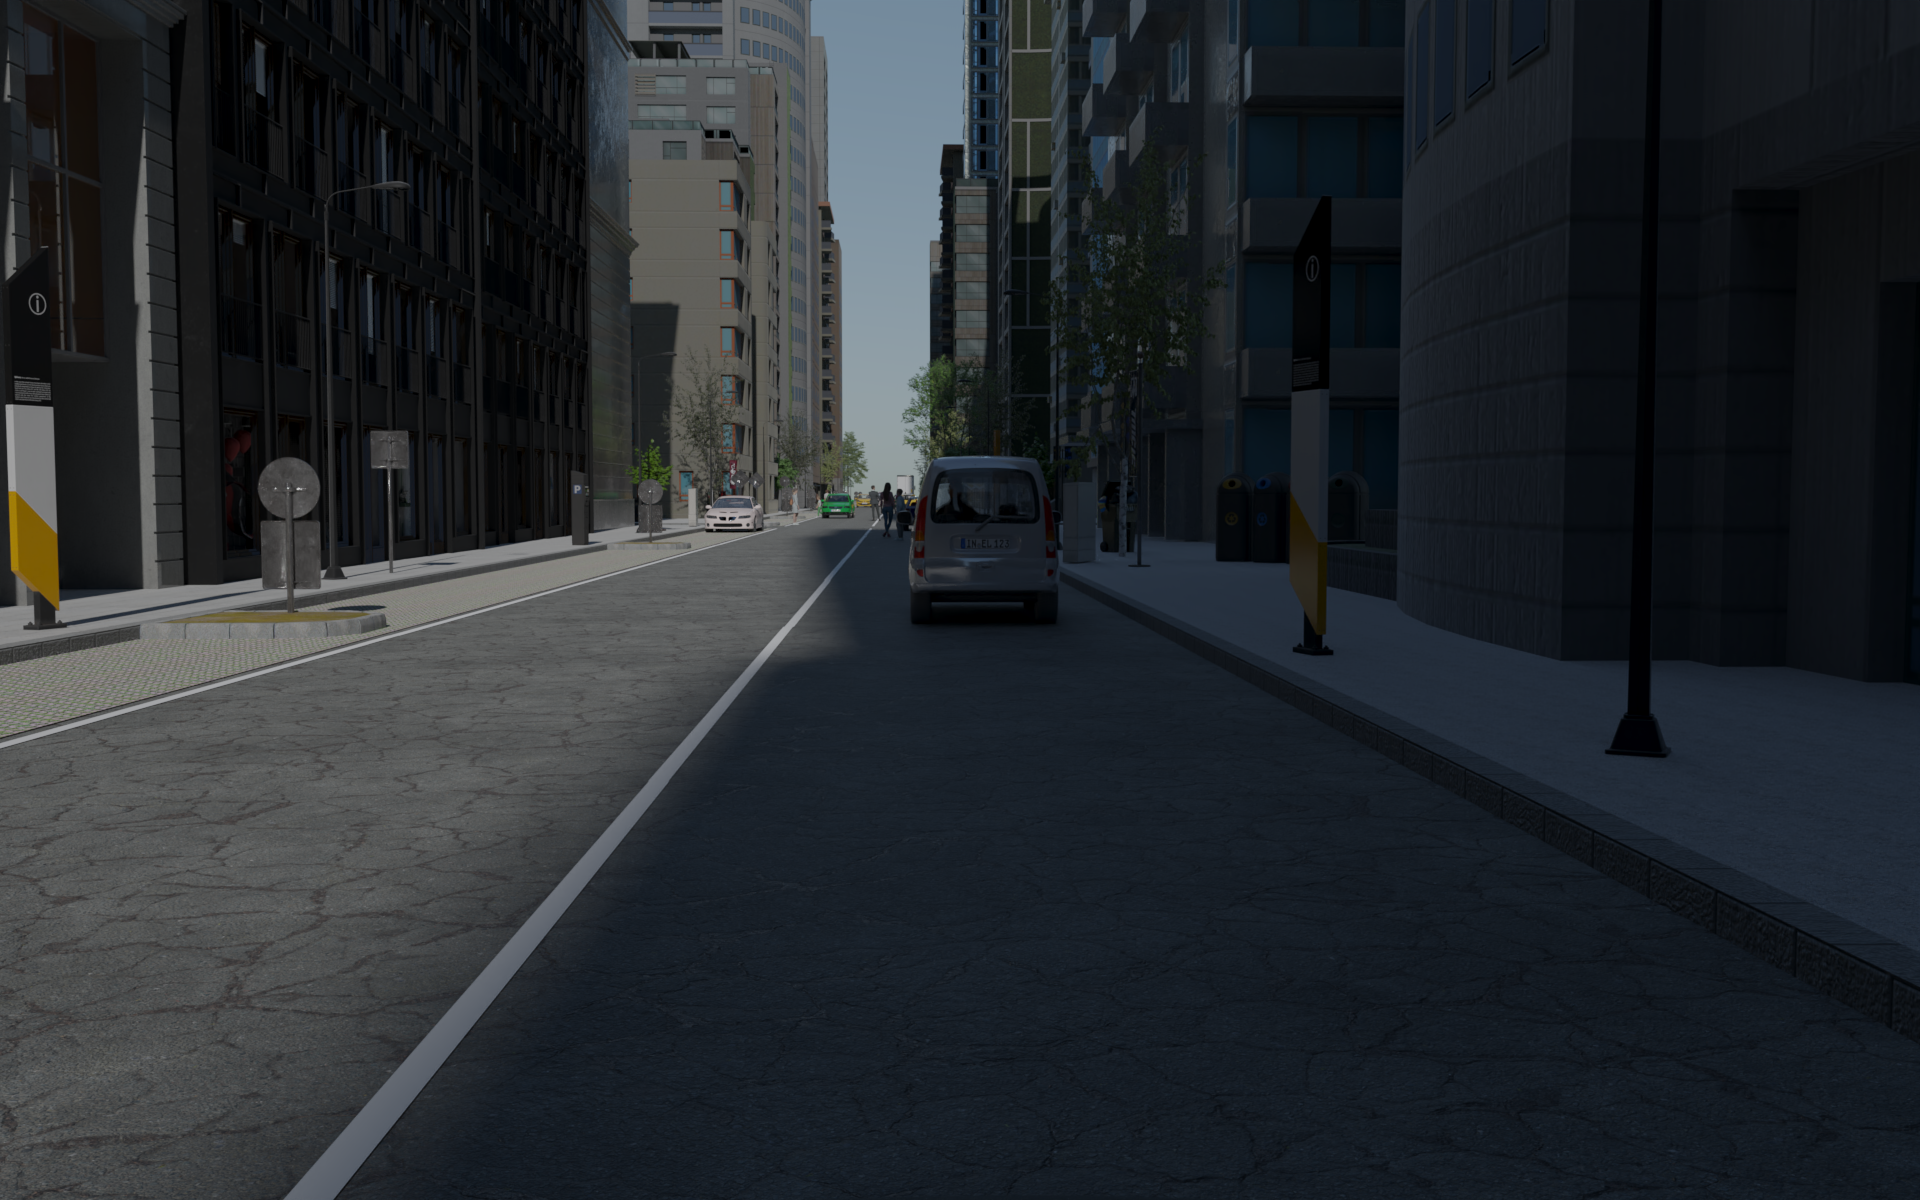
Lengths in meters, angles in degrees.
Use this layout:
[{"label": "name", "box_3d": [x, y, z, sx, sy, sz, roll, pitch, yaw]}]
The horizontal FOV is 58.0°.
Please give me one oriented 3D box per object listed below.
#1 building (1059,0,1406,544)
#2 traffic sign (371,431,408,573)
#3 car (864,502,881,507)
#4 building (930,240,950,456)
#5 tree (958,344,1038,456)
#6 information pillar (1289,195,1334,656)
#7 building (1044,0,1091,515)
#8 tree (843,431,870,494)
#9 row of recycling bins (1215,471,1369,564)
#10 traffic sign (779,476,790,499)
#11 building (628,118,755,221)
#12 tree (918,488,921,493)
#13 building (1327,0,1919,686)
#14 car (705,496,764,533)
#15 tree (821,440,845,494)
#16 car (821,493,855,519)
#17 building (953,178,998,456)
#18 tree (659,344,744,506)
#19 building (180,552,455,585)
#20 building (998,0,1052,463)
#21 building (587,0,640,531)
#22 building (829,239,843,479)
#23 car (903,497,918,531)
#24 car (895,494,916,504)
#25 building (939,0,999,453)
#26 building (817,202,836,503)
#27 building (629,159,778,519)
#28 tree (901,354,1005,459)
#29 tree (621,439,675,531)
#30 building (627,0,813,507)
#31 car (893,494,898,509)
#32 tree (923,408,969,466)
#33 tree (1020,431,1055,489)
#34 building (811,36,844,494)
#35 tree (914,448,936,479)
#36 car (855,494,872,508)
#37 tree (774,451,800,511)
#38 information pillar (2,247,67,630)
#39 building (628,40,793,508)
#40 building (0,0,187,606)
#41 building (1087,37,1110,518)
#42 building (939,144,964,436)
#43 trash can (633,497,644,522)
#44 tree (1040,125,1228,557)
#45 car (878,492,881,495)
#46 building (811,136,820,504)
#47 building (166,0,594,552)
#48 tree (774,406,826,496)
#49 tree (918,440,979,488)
[{"label": "building", "box_3d": [15.724, -26.543, 53.590, 23.786, 49.044, 30.456, 0, 4, -2]}, {"label": "traffic sign", "box_3d": [-9.227, -1.585, 28.037, 0.606, 2.300, 0.079, 0, 4, 2]}, {"label": "car", "box_3d": [-9.882, -11.224, 195.867, 2.083, 1.381, 4.827, 0, 3, 0]}, {"label": "building", "box_3d": [2.102, -36.488, 280.170, 14.154, 41.232, 14.086, 0, 4, -2]}, {"label": "tree", "box_3d": [1.701, -8.273, 85.628, 4.360, 8.622, 3.978, 0, 3, 0]}, {"label": "information pillar", "box_3d": [2.811, -1.378, 13.884, 0.183, 3.616, 0.504, -1, 4, -17]}, {"label": "building", "box_3d": [18.526, -25.529, 109.278, 32.217, 40.220, 23.993, 0, 4, -2]}, {"label": "tree", "box_3d": [-20.142, -24.102, 312.196, 7.486, 12.596, 7.792, 0, 3, 0]}, {"label": "row of recycling bins", "box_3d": [6.116, -1.525, 32.044, 1.069, 1.692, 3.534, -3, 4, -36]}, {"label": "traffic sign", "box_3d": [-12.408, -7.494, 122.632, 0.768, 2.556, 0.104, 0, 4, 6]}, {"label": "building", "box_3d": [-23.742, -22.343, 137.011, 14.160, 30.474, 14.107, 0, 4, -2]}, {"label": "tree", "box_3d": [-6.144, -17.808, 285.760, 1.663, 3.219, 1.824, 0, 3, 0]}, {"label": "building", "box_3d": [15.031, -28.862, 13.886, 21.231, 58.520, 28.212, 0, 4, -2]}, {"label": "car", "box_3d": [-8.515, -3.256, 65.591, 2.083, 1.381, 4.827, 0, 4, -1]}, {"label": "tree", "box_3d": [-17.199, -17.003, 228.357, 4.737, 8.622, 4.395, 0, 3, 0]}, {"label": "car", "box_3d": [-7.227, -5.751, 102.831, 1.959, 1.807, 4.718, 0, 3, 0]}, {"label": "building", "box_3d": [6.342, -23.819, 161.138, 14.160, 30.474, 14.107, 0, 4, -2]}, {"label": "tree", "box_3d": [-12.284, -8.185, 84.185, 4.360, 8.622, 3.978, 0, 3, 0]}, {"label": "building", "box_3d": [-16.883, -12.335, 31.356, 12.332, 23.373, 15.834, 0, 4, -2]}, {"label": "building", "box_3d": [11.718, -43.014, 141.524, 20.563, 71.187, 20.611, 0, 4, -2]}, {"label": "building", "box_3d": [-24.858, -16.193, 62.013, 25.104, 27.353, 12.463, 0, 4, -2]}, {"label": "building", "box_3d": [-27.152, -39.397, 294.242, 14.600, 45.320, 14.200, 0, 4, -2]}, {"label": "car", "box_3d": [-1.465, -3.421, 68.521, 1.945, 1.354, 3.894, 0, 4, -4]}, {"label": "car", "box_3d": [-4.089, -7.642, 135.170, 2.015, 1.641, 3.980, 0, 4, -4]}, {"label": "building", "box_3d": [9.247, -53.177, 182.110, 22.319, 86.520, 31.000, 0, 4, -2]}, {"label": "building", "box_3d": [-29.416, -36.516, 251.663, 22.147, 44.769, 28.867, 0, 4, -2]}, {"label": "building", "box_3d": [-25.853, -15.832, 103.893, 27.650, 21.520, 28.899, 0, 4, -2]}, {"label": "tree", "box_3d": [-0.652, -12.317, 127.138, 9.928, 11.665, 9.643, 0, 3, 0]}, {"label": "tree", "box_3d": [-10.647, -4.017, 60.284, 1.663, 3.219, 1.824, 0, 3, 0]}, {"label": "building", "box_3d": [-26.596, -39.009, 179.794, 21.231, 58.520, 28.212, 0, 4, -2]}, {"label": "car", "box_3d": [-5.533, -9.348, 162.629, 2.009, 1.686, 4.222, 0, 4, -1]}, {"label": "tree", "box_3d": [-1.088, -11.816, 143.557, 4.737, 8.622, 4.395, 0, 3, 0]}, {"label": "tree", "box_3d": [2.242, -3.580, 53.129, 1.663, 3.219, 1.824, 0, 3, 0]}, {"label": "building", "box_3d": [-29.118, -51.239, 276.001, 20.563, 71.187, 20.611, 0, 4, -2]}, {"label": "tree", "box_3d": [-4.328, -17.710, 239.921, 4.360, 8.622, 3.978, 0, 3, 0]}, {"label": "car", "box_3d": [-10.140, -10.606, 183.636, 2.015, 1.641, 3.980, 0, 4, -4]}, {"label": "tree", "box_3d": [-13.881, -9.083, 132.213, 4.285, 4.588, 4.351, 0, 3, 0]}, {"label": "information pillar", "box_3d": [-8.731, -1.525, 16.296, 0.183, 3.616, 0.504, 1, 4, 17]}, {"label": "building", "box_3d": [-22.945, -29.097, 159.326, 14.154, 41.232, 14.086, 0, 4, -2]}, {"label": "building", "box_3d": [-15.709, -14.123, 8.412, 11.434, 29.767, 29.804, 0, 4, -2]}, {"label": "building", "box_3d": [14.137, -26.656, 85.935, 14.200, 45.320, 14.600, 0, 4, -2]}, {"label": "building", "box_3d": [8.554, -34.216, 214.051, 22.147, 44.769, 28.867, 0, 4, -2]}, {"label": "trash can", "box_3d": [-14.806, -4.142, 79.368, 0.748, 1.137, 0.748, 0, 3, 0]}, {"label": "tree", "box_3d": [3.393, -5.209, 35.533, 4.737, 8.622, 4.395, 0, 3, 0]}, {"label": "car", "box_3d": [-13.854, -18.381, 309.206, 2.281, 1.827, 5.304, 0, 4, -2]}, {"label": "building", "box_3d": [-24.837, -34.619, 216.139, 14.600, 45.320, 14.200, 0, 4, -2]}, {"label": "building", "box_3d": [-17.802, -13.332, 47.656, 12.332, 23.373, 15.834, 0, 4, -2]}, {"label": "tree", "box_3d": [-14.045, -12.138, 148.823, 4.360, 8.622, 3.978, 0, 3, 0]}, {"label": "tree", "box_3d": [0.068, -7.389, 104.523, 4.285, 4.588, 4.351, 0, 3, 0]}]
